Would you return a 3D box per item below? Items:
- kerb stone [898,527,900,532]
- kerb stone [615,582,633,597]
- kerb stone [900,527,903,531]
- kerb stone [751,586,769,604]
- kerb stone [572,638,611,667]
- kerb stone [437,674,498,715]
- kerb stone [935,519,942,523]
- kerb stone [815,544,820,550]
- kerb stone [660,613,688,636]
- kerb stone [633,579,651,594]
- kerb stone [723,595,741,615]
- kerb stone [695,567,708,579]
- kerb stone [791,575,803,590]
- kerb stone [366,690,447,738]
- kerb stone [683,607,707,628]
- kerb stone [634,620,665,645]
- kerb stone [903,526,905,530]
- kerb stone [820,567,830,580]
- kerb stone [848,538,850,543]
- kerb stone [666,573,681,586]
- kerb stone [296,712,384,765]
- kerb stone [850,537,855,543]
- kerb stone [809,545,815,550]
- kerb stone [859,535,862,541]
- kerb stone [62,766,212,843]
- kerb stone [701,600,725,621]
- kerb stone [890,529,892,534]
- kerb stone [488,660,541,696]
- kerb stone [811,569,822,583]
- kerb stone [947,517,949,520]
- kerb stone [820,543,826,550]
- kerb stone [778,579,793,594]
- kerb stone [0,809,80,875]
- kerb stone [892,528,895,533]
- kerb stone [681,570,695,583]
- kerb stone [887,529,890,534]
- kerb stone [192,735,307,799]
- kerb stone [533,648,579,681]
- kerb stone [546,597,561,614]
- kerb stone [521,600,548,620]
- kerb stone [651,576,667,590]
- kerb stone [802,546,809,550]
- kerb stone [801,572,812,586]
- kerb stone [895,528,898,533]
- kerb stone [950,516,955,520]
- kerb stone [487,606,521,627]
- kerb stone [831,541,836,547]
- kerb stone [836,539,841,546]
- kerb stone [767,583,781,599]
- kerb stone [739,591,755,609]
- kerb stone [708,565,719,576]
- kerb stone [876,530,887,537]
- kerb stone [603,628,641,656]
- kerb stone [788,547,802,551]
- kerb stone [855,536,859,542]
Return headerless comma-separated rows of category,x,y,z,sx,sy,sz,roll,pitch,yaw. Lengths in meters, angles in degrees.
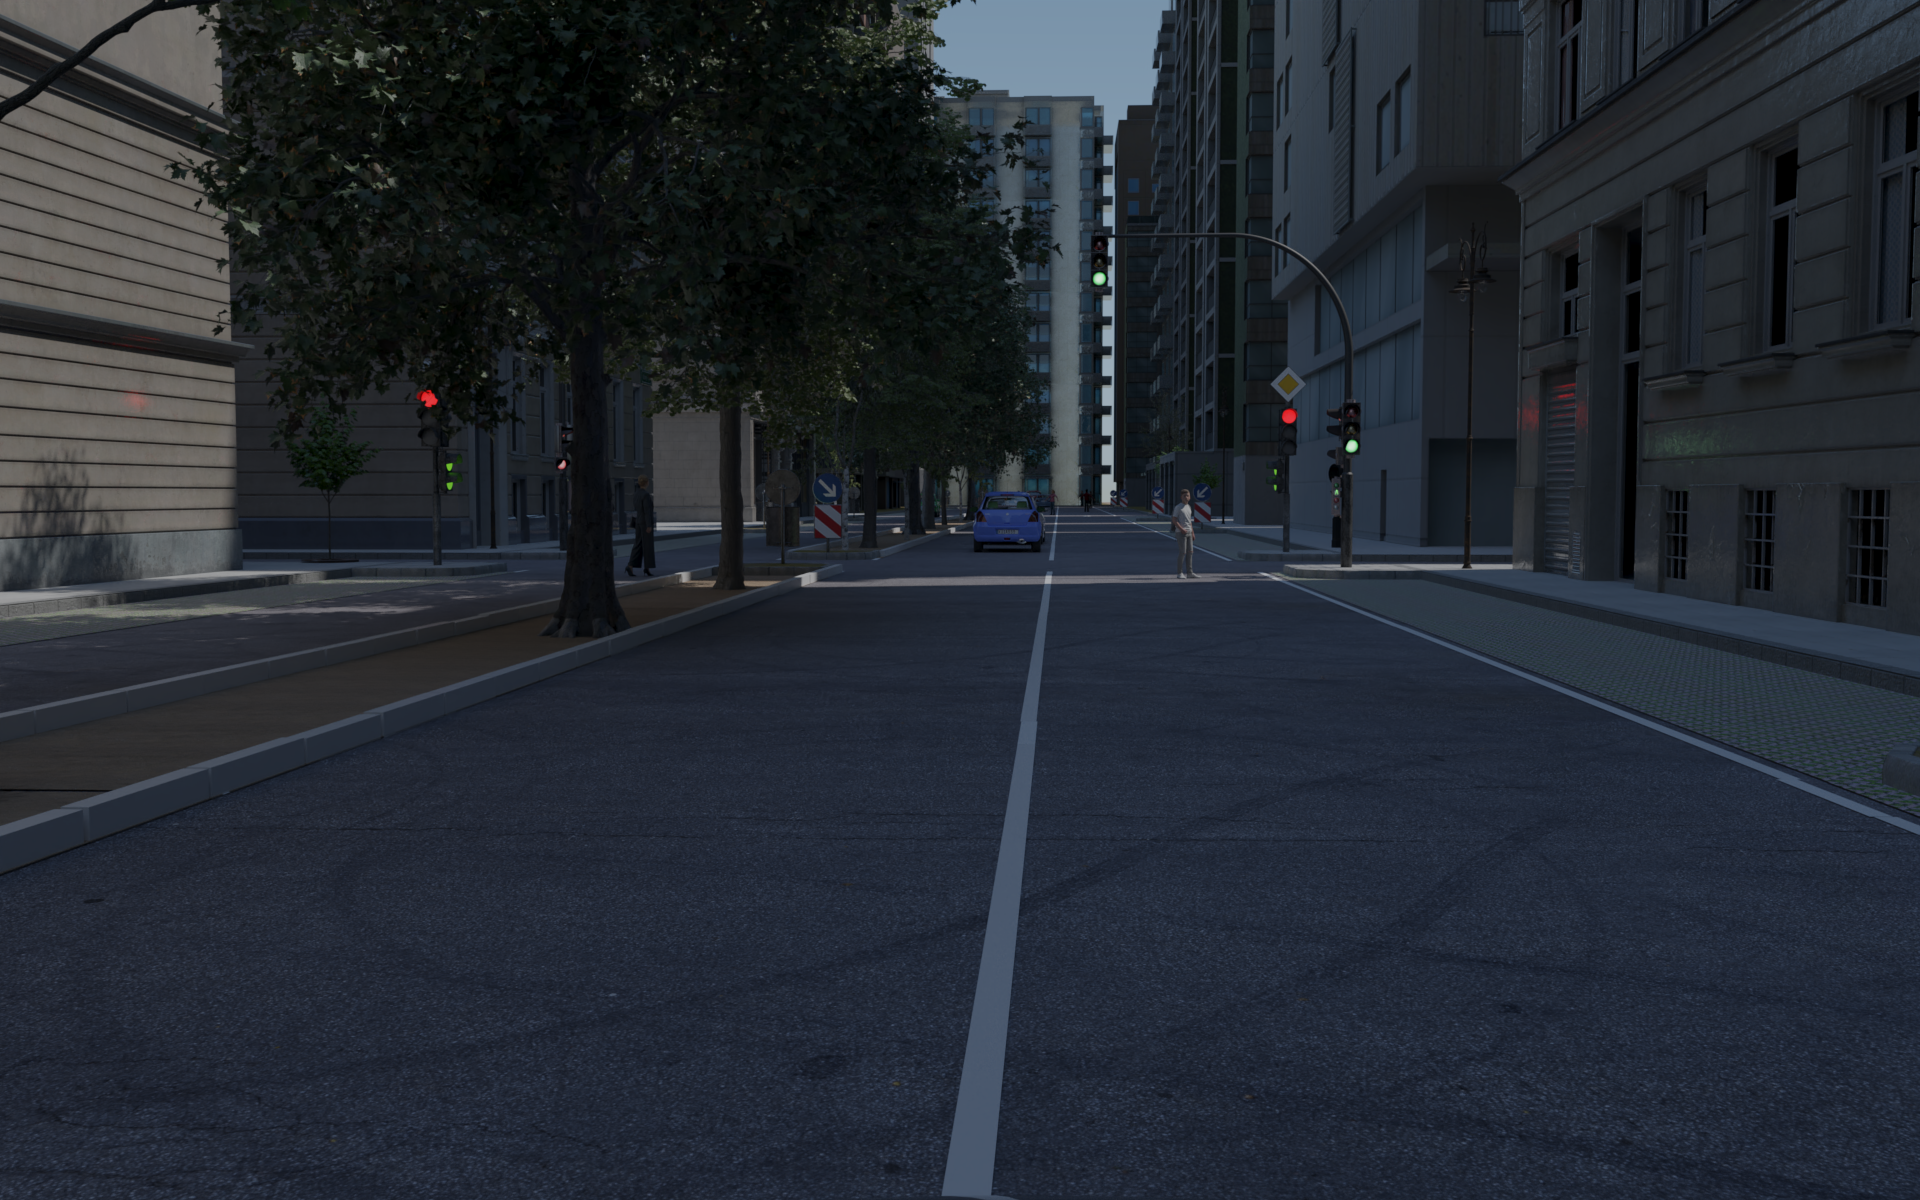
kerb stone,-2.420,-2.590,64.534,0.120,0.150,1.000,0,4,3
kerb stone,-4.762,-0.115,24.072,0.120,0.150,1.000,0,4,3
kerb stone,-2.363,-2.652,65.555,0.120,0.150,1.000,0,4,3
kerb stone,-2.717,-0.048,22.973,0.120,0.150,1.000,0,4,3
kerb stone,-3.186,0.460,14.779,0.120,0.150,1.000,0,4,3
kerb stone,-3.359,0.643,11.702,0.120,0.150,1.000,0,4,3
kerb stone,-1.068,-4.031,88.104,0.120,0.150,1.000,0,4,3
kerb stone,-3.660,-1.273,43.048,0.120,0.150,1.000,0,4,3
kerb stone,-3.003,0.265,17.857,0.120,0.150,1.000,0,4,3
kerb stone,-4.692,-0.177,25.092,0.120,0.150,1.000,0,4,3
kerb stone,-2.828,0.079,20.931,0.120,0.150,1.000,0,4,3
kerb stone,-4.457,-0.427,29.183,0.120,0.150,1.000,0,4,3
kerb stone,-2.533,-0.234,26.050,0.120,0.150,1.000,0,4,3
kerb stone,-3.418,0.704,10.682,0.120,0.150,1.000,0,4,3
kerb stone,-2.950,0.207,18.883,0.120,0.150,1.000,0,4,3
kerb stone,-3.066,0.328,16.831,0.120,0.150,1.000,0,4,3
kerb stone,-2.308,-2.711,66.582,0.120,0.150,1.000,0,4,3
kerb stone,-2.359,-0.423,29.119,0.120,0.150,1.000,0,4,3
kerb stone,-3.310,-1.650,49.188,0.120,0.150,1.000,0,4,3
kerb stone,-4.577,-0.302,27.136,0.120,0.150,1.000,0,4,3
kerb stone,-3.481,0.774,9.651,0.120,0.150,1.000,0,4,3
kerb stone,-3.250,-1.713,50.209,0.120,0.150,1.000,0,4,3
kerb stone,-3.719,-1.213,42.023,0.120,0.150,1.000,0,4,3
kerb stone,-3.126,-1.839,52.258,0.120,0.150,1.000,0,4,3
kerb stone,-3.603,0.894,7.607,0.120,0.150,1.000,0,4,3
kerb stone,-2.891,0.140,19.903,0.120,0.150,1.000,0,4,3
kerb stone,-2.600,-2.399,61.463,0.120,0.150,1.000,0,4,3
kerb stone,-3.306,0.582,12.733,0.120,0.150,1.000,0,4,3
kerb stone,-2.416,-0.361,28.099,0.120,0.150,1.000,0,4,3
kerb stone,-0.824,-4.280,92.194,0.120,0.150,1.000,0,4,3
kerb stone,-3.602,-1.338,44.073,0.120,0.150,1.000,0,4,3
kerb stone,-2.590,-0.173,25.030,0.120,0.150,1.000,0,4,3
kerb stone,-3.665,0.959,6.572,0.120,0.150,1.000,0,4,3
kerb stone,-2.545,-2.464,62.487,0.120,0.150,1.000,0,4,3
kerb stone,-4.517,-0.365,28.157,0.120,0.150,1.000,0,4,3
kerb stone,-2.655,-2.336,60.442,0.120,0.150,1.000,0,4,3
kerb stone,-3.542,0.830,8.627,0.120,0.150,1.000,0,4,3
kerb stone,-3.247,0.522,13.753,0.120,0.150,1.000,0,4,3
kerb stone,-4.931,0.072,21.011,0.120,0.150,1.000,0,4,3
kerb stone,-4.991,0.137,19.982,0.120,0.150,1.000,0,4,3
kerb stone,-4.637,-0.240,26.116,0.120,0.150,1.000,0,4,3
kerb stone,-3.778,-1.147,40.998,0.120,0.150,1.000,0,4,3
kerb stone,-2.480,-0.298,27.071,0.120,0.150,1.000,0,4,3
kerb stone,-2.488,-2.521,63.510,0.120,0.150,1.000,0,4,3
kerb stone,-0.534,-4.590,97.306,0.120,0.150,1.000,0,4,3
kerb stone,-5.049,0.198,18.962,0.120,0.150,1.000,0,4,3
kerb stone,-3.485,-1.464,46.126,0.120,0.150,1.000,0,4,3
kerb stone,-3.430,-1.524,47.147,0.120,0.150,1.000,0,4,3
kerb stone,-2.656,-0.105,23.999,0.120,0.150,1.000,0,4,3
kerb stone,-2.773,0.017,21.951,0.120,0.150,1.000,0,4,3
kerb stone,-4.399,-0.490,30.203,0.120,0.150,1.000,0,4,3
kerb stone,-2.713,-2.277,59.421,0.120,0.150,1.000,0,4,3
kerb stone,-3.119,0.394,15.805,0.120,0.150,1.000,0,4,3
kerb stone,-3.838,-1.087,39.974,0.120,0.150,1.000,0,4,3
kerb stone,-3.186,-1.775,51.237,0.120,0.150,1.000,0,4,3
